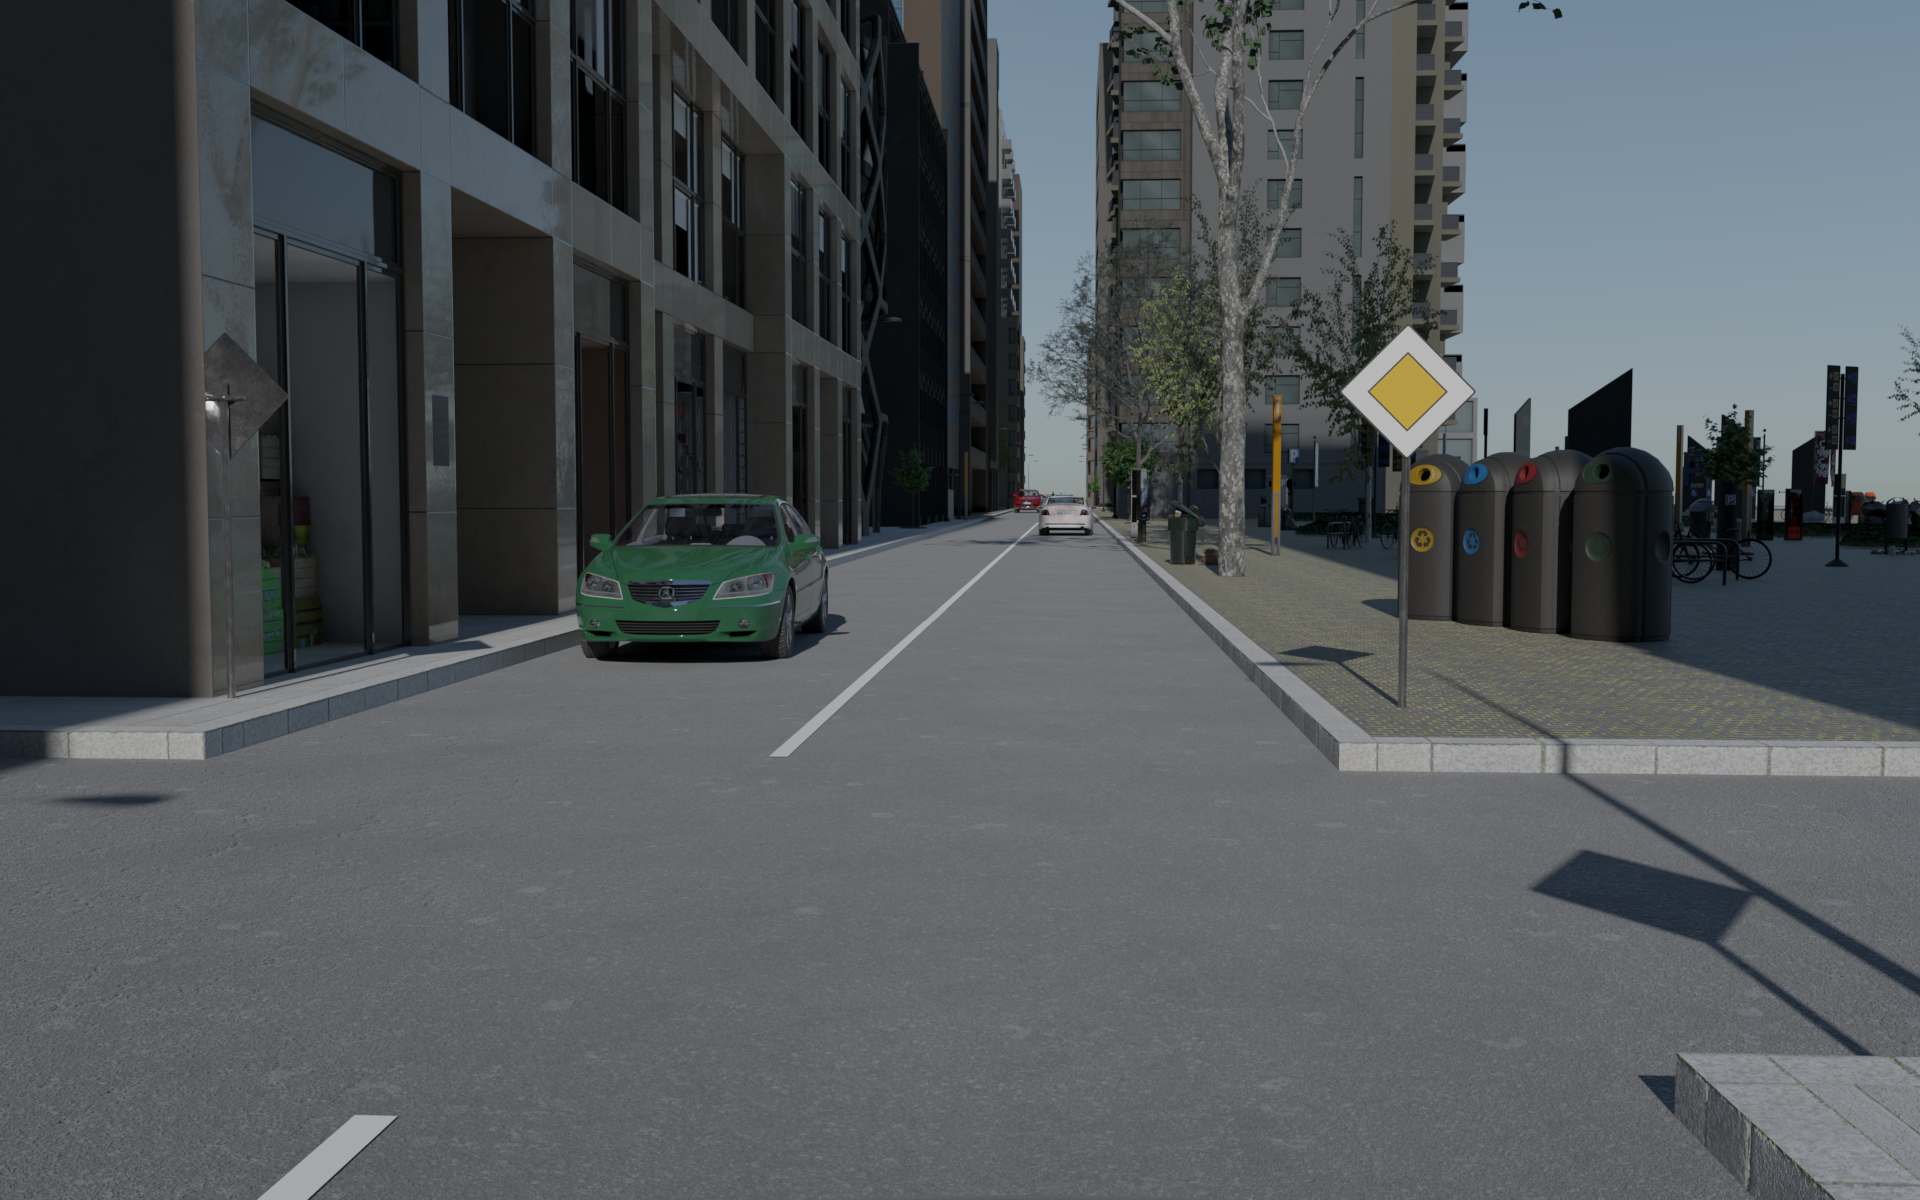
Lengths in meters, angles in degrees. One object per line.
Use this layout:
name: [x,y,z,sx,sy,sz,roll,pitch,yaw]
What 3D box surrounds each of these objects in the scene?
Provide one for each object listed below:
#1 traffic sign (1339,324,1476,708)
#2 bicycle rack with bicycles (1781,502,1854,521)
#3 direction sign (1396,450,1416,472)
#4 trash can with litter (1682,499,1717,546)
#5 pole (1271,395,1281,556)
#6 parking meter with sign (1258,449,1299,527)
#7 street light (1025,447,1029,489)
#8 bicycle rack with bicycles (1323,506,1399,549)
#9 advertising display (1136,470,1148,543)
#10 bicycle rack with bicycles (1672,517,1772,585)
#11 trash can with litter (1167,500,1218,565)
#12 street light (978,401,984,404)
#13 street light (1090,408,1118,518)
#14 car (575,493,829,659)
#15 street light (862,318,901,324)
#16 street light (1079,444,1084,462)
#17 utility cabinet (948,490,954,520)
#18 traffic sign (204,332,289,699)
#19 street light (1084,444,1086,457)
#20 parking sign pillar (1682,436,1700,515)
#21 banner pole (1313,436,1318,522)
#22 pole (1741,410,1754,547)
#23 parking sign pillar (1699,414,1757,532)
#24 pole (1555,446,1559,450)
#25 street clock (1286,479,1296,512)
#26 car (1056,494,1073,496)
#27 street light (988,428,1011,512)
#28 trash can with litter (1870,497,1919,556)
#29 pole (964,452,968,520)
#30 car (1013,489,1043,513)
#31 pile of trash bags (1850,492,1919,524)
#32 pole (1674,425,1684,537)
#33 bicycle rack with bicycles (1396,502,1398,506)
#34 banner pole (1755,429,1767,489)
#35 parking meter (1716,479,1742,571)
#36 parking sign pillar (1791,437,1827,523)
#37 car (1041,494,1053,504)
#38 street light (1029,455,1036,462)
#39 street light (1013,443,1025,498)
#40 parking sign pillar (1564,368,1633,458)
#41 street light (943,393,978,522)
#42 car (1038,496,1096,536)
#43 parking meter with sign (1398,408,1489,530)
traffic sign: [2.653,-0.410,10.342,0.795,2.450,0.064,0,4,4]
bicycle rack with bicycles: [40.018,-4.146,81.170,2.925,0.926,2.852,3,5,40]
direction sign: [15.450,-4.177,60.283,0.876,3.537,0.379,3,5,41]
trash can with litter: [18.299,-1.929,42.926,1.055,1.170,0.624,-3,5,-41]
pole: [6.557,-2.573,35.906,0.158,3.312,0.155,0,3,0]
parking meter with sign: [12.291,-4.337,67.178,0.543,3.016,1.738,-3,4,-36]
street light: [5.784,-12.077,170.006,1.470,5.913,1.316,0,4,4]
bicycle rack with bicycles: [9.678,-1.684,40.923,2.852,0.926,2.925,2,4,34]
advertising display: [4.827,-2.488,45.892,0.123,1.923,0.974,1,4,18]
bicycle rack with bicycles: [10.338,-0.754,25.703,2.925,0.926,2.852,2,4,31]
trash can with litter: [4.309,-1.234,31.567,1.055,1.170,0.624,1,4,13]
street light: [0.517,-7.002,87.027,1.470,5.913,1.316,0,4,4]
street light: [7.753,-7.352,92.744,1.470,5.913,1.316,0,4,4]
car: [-2.337,-0.294,16.599,2.131,1.459,4.920,0,4,2]
street light: [-2.249,-4.477,45.741,1.470,5.913,1.316,0,4,4]
street light: [12.060,-11.556,161.488,1.470,5.913,1.316,0,4,4]
utility cabinet: [-0.643,-4.627,84.336,0.318,1.500,1.173,-1,4,-21]
traffic sign: [-4.575,-0.439,10.821,0.795,2.450,0.064,0,4,4]
street light: [9.995,-9.446,126.982,1.470,5.913,1.316,0,4,4]
parking sign pillar: [33.731,-5.551,79.233,1.447,3.967,1.447,-2,4,-28]
banner pole: [15.329,-5.176,74.644,0.401,3.779,0.863,2,4,26]
pole: [19.127,-2.949,42.059,0.158,3.312,0.155,0,3,0]
parking sign pillar: [25.942,-4.249,57.938,1.447,3.967,1.447,-2,4,-30]
pole: [25.478,-4.902,73.988,0.158,3.312,0.155,0,3,0]
street clock: [15.744,-4.762,82.425,0.471,2.002,0.358,2,4,27]
car: [7.066,-6.564,117.109,2.009,1.686,4.222,0,4,4]
street light: [2.652,-9.155,122.230,1.470,5.913,1.316,0,4,4]
trash can with litter: [20.309,-1.574,36.785,2.233,1.210,1.678,-1,4,-13]
pole: [0.285,-5.537,84.365,0.158,3.312,0.155,0,3,0]
car: [5.220,-7.563,132.320,2.281,1.827,5.304,0,4,4]
pile of trash bags: [39.476,-3.949,74.320,1.912,1.369,3.447,1,4,10]
pole: [21.258,-3.509,51.207,0.158,3.312,0.155,0,3,0]
bicycle rack with bicycles: [19.409,-3.734,74.440,2.925,0.926,2.852,0,4,-2]
banner pole: [30.731,-4.688,66.664,0.401,3.779,0.863,-2,4,-24]
parking meter: [12.923,-1.266,29.111,0.372,1.533,0.369,0,3,0]
parking sign pillar: [35.368,-5.119,72.174,1.447,3.967,1.447,2,4,27]
car: [12.137,-13.924,239.662,2.014,1.417,4.499,0,4,3]
street light: [7.974,-14.198,204.672,1.470,5.913,1.316,0,4,4]
street light: [4.899,-11.270,156.802,1.470,5.913,1.316,0,4,4]
parking sign pillar: [13.734,-2.988,37.329,1.447,3.967,1.447,0,4,7]
street light: [-0.059,-6.571,79.982,1.470,5.913,1.316,0,4,4]
car: [3.755,-2.974,60.985,2.083,1.381,4.827,0,4,5]
parking meter with sign: [9.878,-2.396,35.431,1.738,3.016,0.543,1,4,18]
